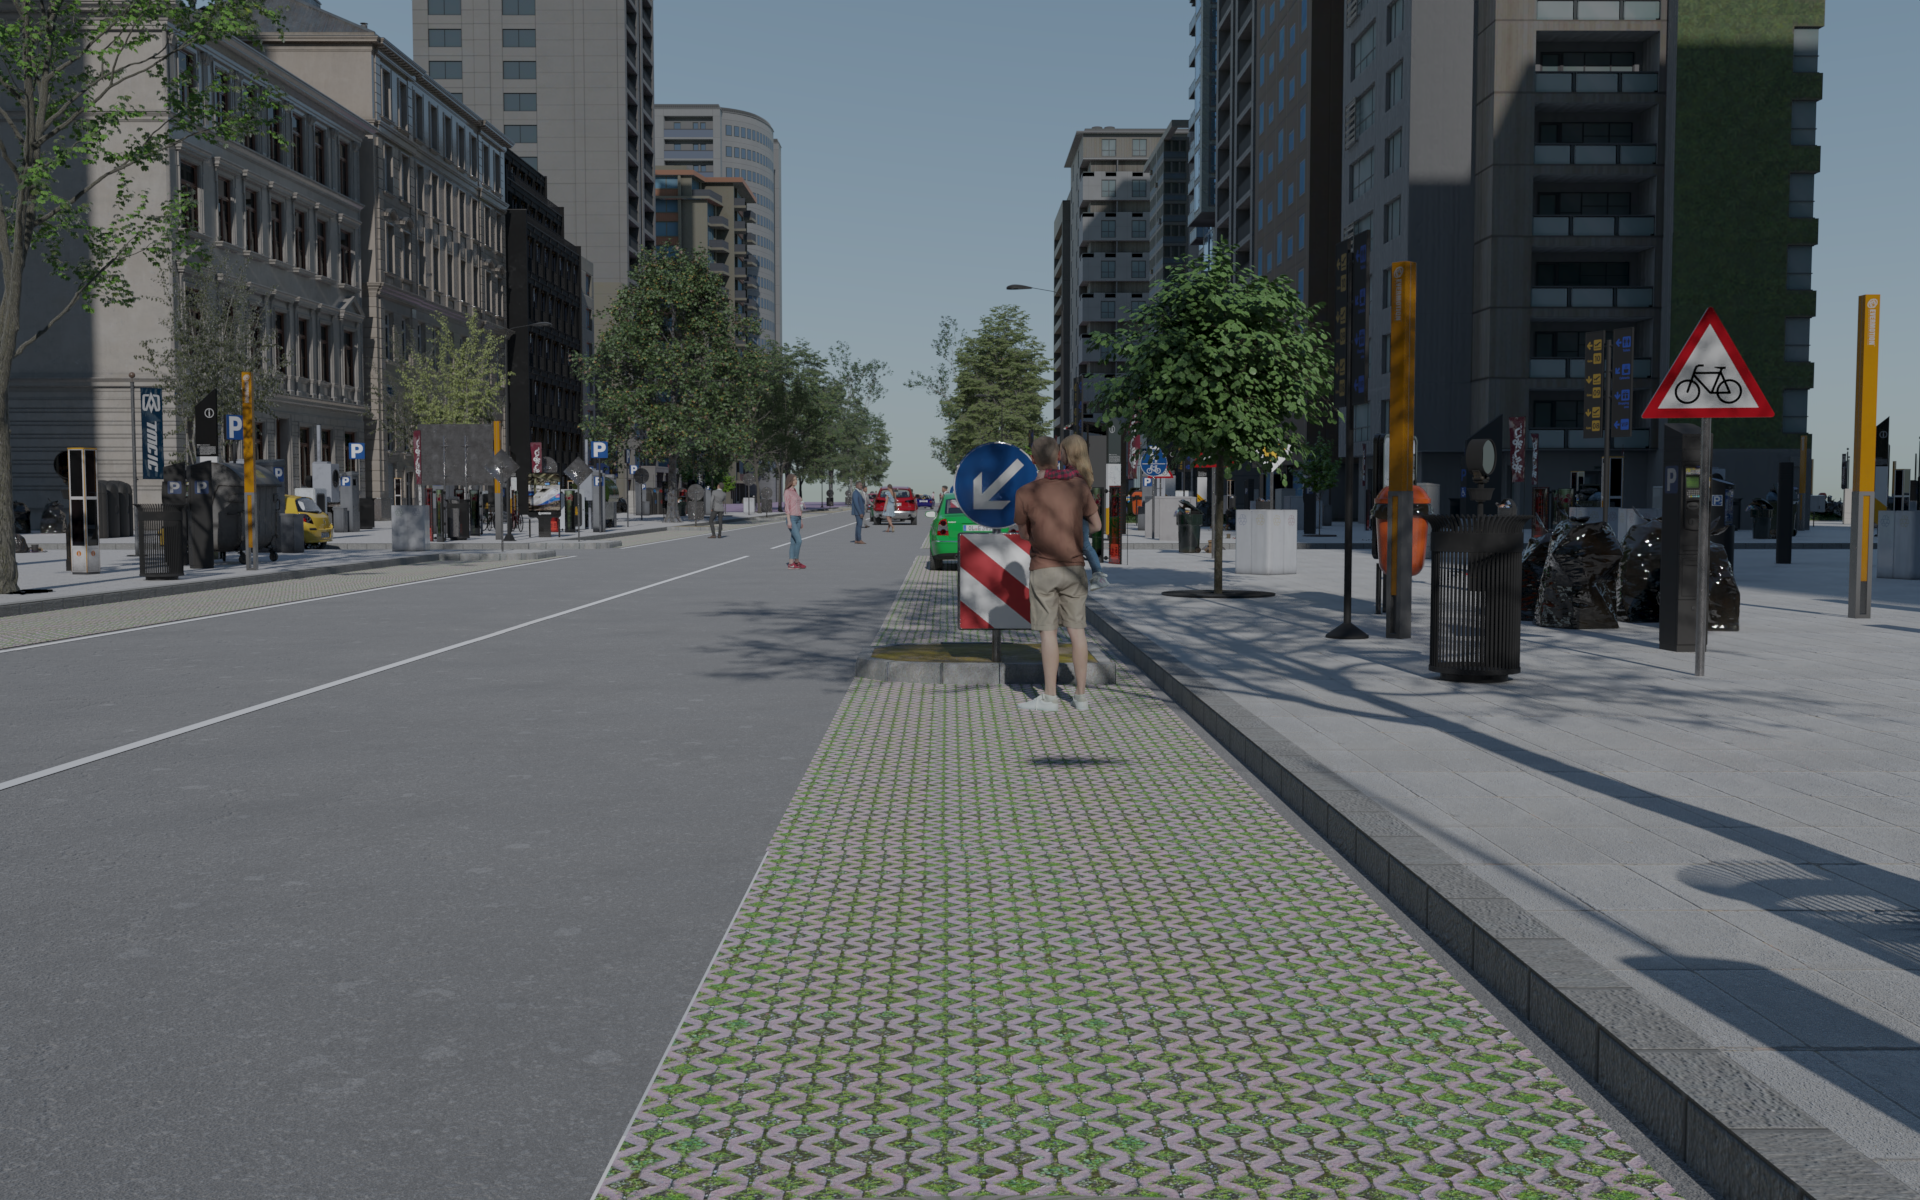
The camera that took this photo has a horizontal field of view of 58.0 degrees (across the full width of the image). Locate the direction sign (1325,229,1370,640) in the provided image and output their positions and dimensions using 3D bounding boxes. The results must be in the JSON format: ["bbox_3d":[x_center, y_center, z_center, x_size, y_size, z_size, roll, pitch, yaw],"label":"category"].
[{"bbox_3d":[3.454,-1.428,15.345,0.379,3.537,0.876,0,4,-5],"label":"direction sign"}]

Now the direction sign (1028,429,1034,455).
[{"bbox_3d":[2.498,-4.214,60.896,0.379,3.537,0.876,0,4,-8],"label":"direction sign"}]

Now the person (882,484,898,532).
[{"bbox_3d":[-2.574,-3.435,64.763,0.616,1.811,0.778,-2,4,-29],"label":"person"}]

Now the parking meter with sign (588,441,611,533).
[{"bbox_3d":[-12.120,-3.788,58.196,0.543,3.016,1.738,-1,4,-13],"label":"parking meter with sign"}]

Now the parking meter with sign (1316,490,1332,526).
[{"bbox_3d":[14.637,-4.522,70.189,0.543,3.016,1.738,-1,4,-9],"label":"parking meter with sign"}]

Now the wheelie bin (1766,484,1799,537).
[{"bbox_3d":[24.806,-2.717,52.330,0.980,1.594,0.693,-1,4,-14],"label":"wheelie bin"}]

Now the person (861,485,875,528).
[{"bbox_3d":[-4.044,-3.923,72.918,0.850,1.792,0.678,3,5,40],"label":"person"}]

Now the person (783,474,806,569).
[{"bbox_3d":[-3.170,-1.499,33.022,0.388,1.821,0.555,1,4,11],"label":"person"}]

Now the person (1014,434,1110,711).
[{"bbox_3d":[0.687,-0.185,11.505,0.573,1.828,0.580,2,4,31],"label":"person"}]

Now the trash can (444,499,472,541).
[{"bbox_3d":[-13.905,-2.223,47.997,0.748,1.137,0.748,0,3,0],"label":"trash can"}]

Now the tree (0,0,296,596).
[{"bbox_3d":[-12.191,-5.887,22.005,9.928,11.665,9.643,0,3,0],"label":"tree"}]

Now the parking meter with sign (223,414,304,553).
[{"bbox_3d":[-15.199,-2.548,37.928,1.738,3.016,0.543,1,4,18],"label":"parking meter with sign"}]

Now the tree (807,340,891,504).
[{"bbox_3d":[-14.863,-22.042,216.273,12.611,20.169,13.585,0,3,0],"label":"tree"}]

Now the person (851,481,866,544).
[{"bbox_3d":[-2.923,-2.521,49.906,0.419,1.800,0.721,0,4,-5],"label":"person"}]

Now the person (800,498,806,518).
[{"bbox_3d":[-9.515,-5.523,103.810,0.505,1.210,0.382,-2,4,-26],"label":"person"}]

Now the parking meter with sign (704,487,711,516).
[{"bbox_3d":[-15.117,-6.585,103.932,0.543,3.016,1.738,-1,4,-22],"label":"parking meter with sign"}]

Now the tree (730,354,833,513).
[{"bbox_3d":[-13.598,-11.019,114.571,7.601,10.594,8.767,1,4,14],"label":"tree"}]

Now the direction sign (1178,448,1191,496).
[{"bbox_3d":[7.913,-4.229,61.148,0.379,3.537,0.876,-1,4,-22],"label":"direction sign"}]

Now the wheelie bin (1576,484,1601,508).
[{"bbox_3d":[19.976,-2.873,54.878,0.980,1.594,0.693,3,4,36],"label":"wheelie bin"}]

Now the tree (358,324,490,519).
[{"bbox_3d":[-23.395,-7.588,74.430,4.360,8.622,3.978,0,3,0],"label":"tree"}]

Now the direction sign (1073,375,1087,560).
[{"bbox_3d":[2.280,-2.538,33.489,0.379,3.537,0.876,0,4,-7],"label":"direction sign"}]

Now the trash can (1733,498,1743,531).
[{"bbox_3d":[26.783,-2.966,60.150,0.748,1.137,0.748,0,3,0],"label":"trash can"}]

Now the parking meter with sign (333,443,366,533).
[{"bbox_3d":[-20.562,-3.792,58.253,0.543,3.016,1.738,0,4,2],"label":"parking meter with sign"}]

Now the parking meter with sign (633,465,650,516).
[{"bbox_3d":[-19.094,-6.556,103.445,0.543,3.016,1.738,-3,4,-38],"label":"parking meter with sign"}]

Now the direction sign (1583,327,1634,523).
[{"bbox_3d":[8.944,-1.955,23.958,0.379,3.537,0.876,-2,4,-23],"label":"direction sign"}]

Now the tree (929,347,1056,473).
[{"bbox_3d":[2.772,-13.054,130.435,9.611,12.733,9.660,0,3,0],"label":"tree"}]

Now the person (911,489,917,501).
[{"bbox_3d":[-3.346,-6.826,120.374,0.678,1.792,0.850,-1,4,-13],"label":"person"}]

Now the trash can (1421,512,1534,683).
[{"bbox_3d":[3.555,-0.018,11.941,0.748,1.137,0.748,0,3,0],"label":"trash can"}]

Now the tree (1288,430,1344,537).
[{"bbox_3d":[10.734,-3.529,52.293,1.663,3.219,1.824,0,3,0],"label":"tree"}]

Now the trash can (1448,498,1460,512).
[{"bbox_3d":[17.297,-2.960,60.046,0.748,1.137,0.748,0,3,0],"label":"trash can"}]

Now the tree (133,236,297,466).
[{"bbox_3d":[-21.883,-6.105,50.186,4.360,8.622,3.978,0,3,0],"label":"tree"}]

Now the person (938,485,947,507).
[{"bbox_3d":[-0.579,-3.893,72.420,0.850,1.792,0.678,-1,4,-9],"label":"person"}]

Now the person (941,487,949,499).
[{"bbox_3d":[-0.673,-4.633,84.210,0.622,1.834,0.822,2,4,34],"label":"person"}]

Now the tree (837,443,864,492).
[{"bbox_3d":[-14.702,-17.028,228.767,4.360,8.622,3.978,0,3,0],"label":"tree"}]

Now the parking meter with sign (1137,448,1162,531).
[{"bbox_3d":[6.687,-3.980,61.340,0.543,3.016,1.738,1,4,19],"label":"parking meter with sign"}]

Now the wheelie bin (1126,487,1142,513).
[{"bbox_3d":[8.319,-4.538,82.106,0.693,1.594,0.980,3,5,45],"label":"wheelie bin"}]

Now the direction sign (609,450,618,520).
[{"bbox_3d":[-17.253,-5.769,86.316,0.379,3.537,0.876,-3,4,-39],"label":"direction sign"}]

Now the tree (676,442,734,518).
[{"bbox_3d":[-13.761,-6.701,93.270,4.285,4.588,4.351,0,3,0],"label":"tree"}]

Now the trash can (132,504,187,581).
[{"bbox_3d":[-11.919,-0.867,25.835,0.748,1.137,0.748,0,3,0],"label":"trash can"}]

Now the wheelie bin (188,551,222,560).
[{"bbox_3d":[-14.792,-1.599,34.054,0.693,1.594,0.980,0,4,-7],"label":"wheelie bin"}]

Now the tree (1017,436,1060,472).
[{"bbox_3d":[2.661,-3.848,57.522,1.663,3.219,1.824,0,3,0],"label":"tree"}]

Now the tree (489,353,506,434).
[{"bbox_3d":[-23.618,-8.116,83.065,4.360,8.622,3.978,0,3,0],"label":"tree"}]

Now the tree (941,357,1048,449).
[{"bbox_3d":[2.437,-11.058,115.202,8.767,10.594,7.601,3,5,42],"label":"tree"}]

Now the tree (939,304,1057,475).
[{"bbox_3d":[2.390,-11.366,103.962,7.486,12.596,7.792,0,3,0],"label":"tree"}]

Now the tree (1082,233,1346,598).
[{"bbox_3d":[3.333,-2.328,21.775,4.285,4.588,4.351,0,3,0],"label":"tree"}]

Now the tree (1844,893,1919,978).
[{"bbox_3d":[2.987,-5.747,4.333,12.009,13.543,11.850,0,3,0],"label":"tree"}]

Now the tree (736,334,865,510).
[{"bbox_3d":[-13.748,-14.215,139.077,9.857,13.997,8.962,0,3,0],"label":"tree"}]

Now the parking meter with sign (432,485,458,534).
[{"bbox_3d":[-16.726,-3.653,55.984,0.543,3.016,1.738,1,4,18],"label":"parking meter with sign"}]

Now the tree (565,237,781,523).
[{"bbox_3d":[-12.872,-9.814,77.465,9.611,12.733,9.660,0,3,0],"label":"tree"}]

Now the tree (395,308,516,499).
[{"bbox_3d":[-19.618,-7.177,67.713,4.737,8.622,4.395,0,3,0],"label":"tree"}]

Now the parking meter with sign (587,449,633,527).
[{"bbox_3d":[-13.742,-4.347,67.333,1.738,3.016,0.543,0,4,3],"label":"parking meter with sign"}]

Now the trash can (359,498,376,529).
[{"bbox_3d":[-21.644,-3.146,63.088,0.748,1.137,0.748,0,3,0],"label":"trash can"}]

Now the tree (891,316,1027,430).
[{"bbox_3d":[0.770,-20.090,184.363,12.611,20.169,13.585,0,3,0],"label":"tree"}]

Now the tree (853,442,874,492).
[{"bbox_3d":[-13.731,-17.768,240.866,4.737,8.622,4.395,0,3,0],"label":"tree"}]

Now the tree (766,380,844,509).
[{"bbox_3d":[-14.120,-13.951,153.857,9.928,11.665,9.643,0,3,0],"label":"tree"}]

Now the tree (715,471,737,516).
[{"bbox_3d":[-13.793,-6.450,100.059,1.663,3.219,1.824,0,3,0],"label":"tree"}]

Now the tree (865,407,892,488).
[{"bbox_3d":[-14.510,-17.493,192.662,9.857,13.997,8.962,0,3,0],"label":"tree"}]
